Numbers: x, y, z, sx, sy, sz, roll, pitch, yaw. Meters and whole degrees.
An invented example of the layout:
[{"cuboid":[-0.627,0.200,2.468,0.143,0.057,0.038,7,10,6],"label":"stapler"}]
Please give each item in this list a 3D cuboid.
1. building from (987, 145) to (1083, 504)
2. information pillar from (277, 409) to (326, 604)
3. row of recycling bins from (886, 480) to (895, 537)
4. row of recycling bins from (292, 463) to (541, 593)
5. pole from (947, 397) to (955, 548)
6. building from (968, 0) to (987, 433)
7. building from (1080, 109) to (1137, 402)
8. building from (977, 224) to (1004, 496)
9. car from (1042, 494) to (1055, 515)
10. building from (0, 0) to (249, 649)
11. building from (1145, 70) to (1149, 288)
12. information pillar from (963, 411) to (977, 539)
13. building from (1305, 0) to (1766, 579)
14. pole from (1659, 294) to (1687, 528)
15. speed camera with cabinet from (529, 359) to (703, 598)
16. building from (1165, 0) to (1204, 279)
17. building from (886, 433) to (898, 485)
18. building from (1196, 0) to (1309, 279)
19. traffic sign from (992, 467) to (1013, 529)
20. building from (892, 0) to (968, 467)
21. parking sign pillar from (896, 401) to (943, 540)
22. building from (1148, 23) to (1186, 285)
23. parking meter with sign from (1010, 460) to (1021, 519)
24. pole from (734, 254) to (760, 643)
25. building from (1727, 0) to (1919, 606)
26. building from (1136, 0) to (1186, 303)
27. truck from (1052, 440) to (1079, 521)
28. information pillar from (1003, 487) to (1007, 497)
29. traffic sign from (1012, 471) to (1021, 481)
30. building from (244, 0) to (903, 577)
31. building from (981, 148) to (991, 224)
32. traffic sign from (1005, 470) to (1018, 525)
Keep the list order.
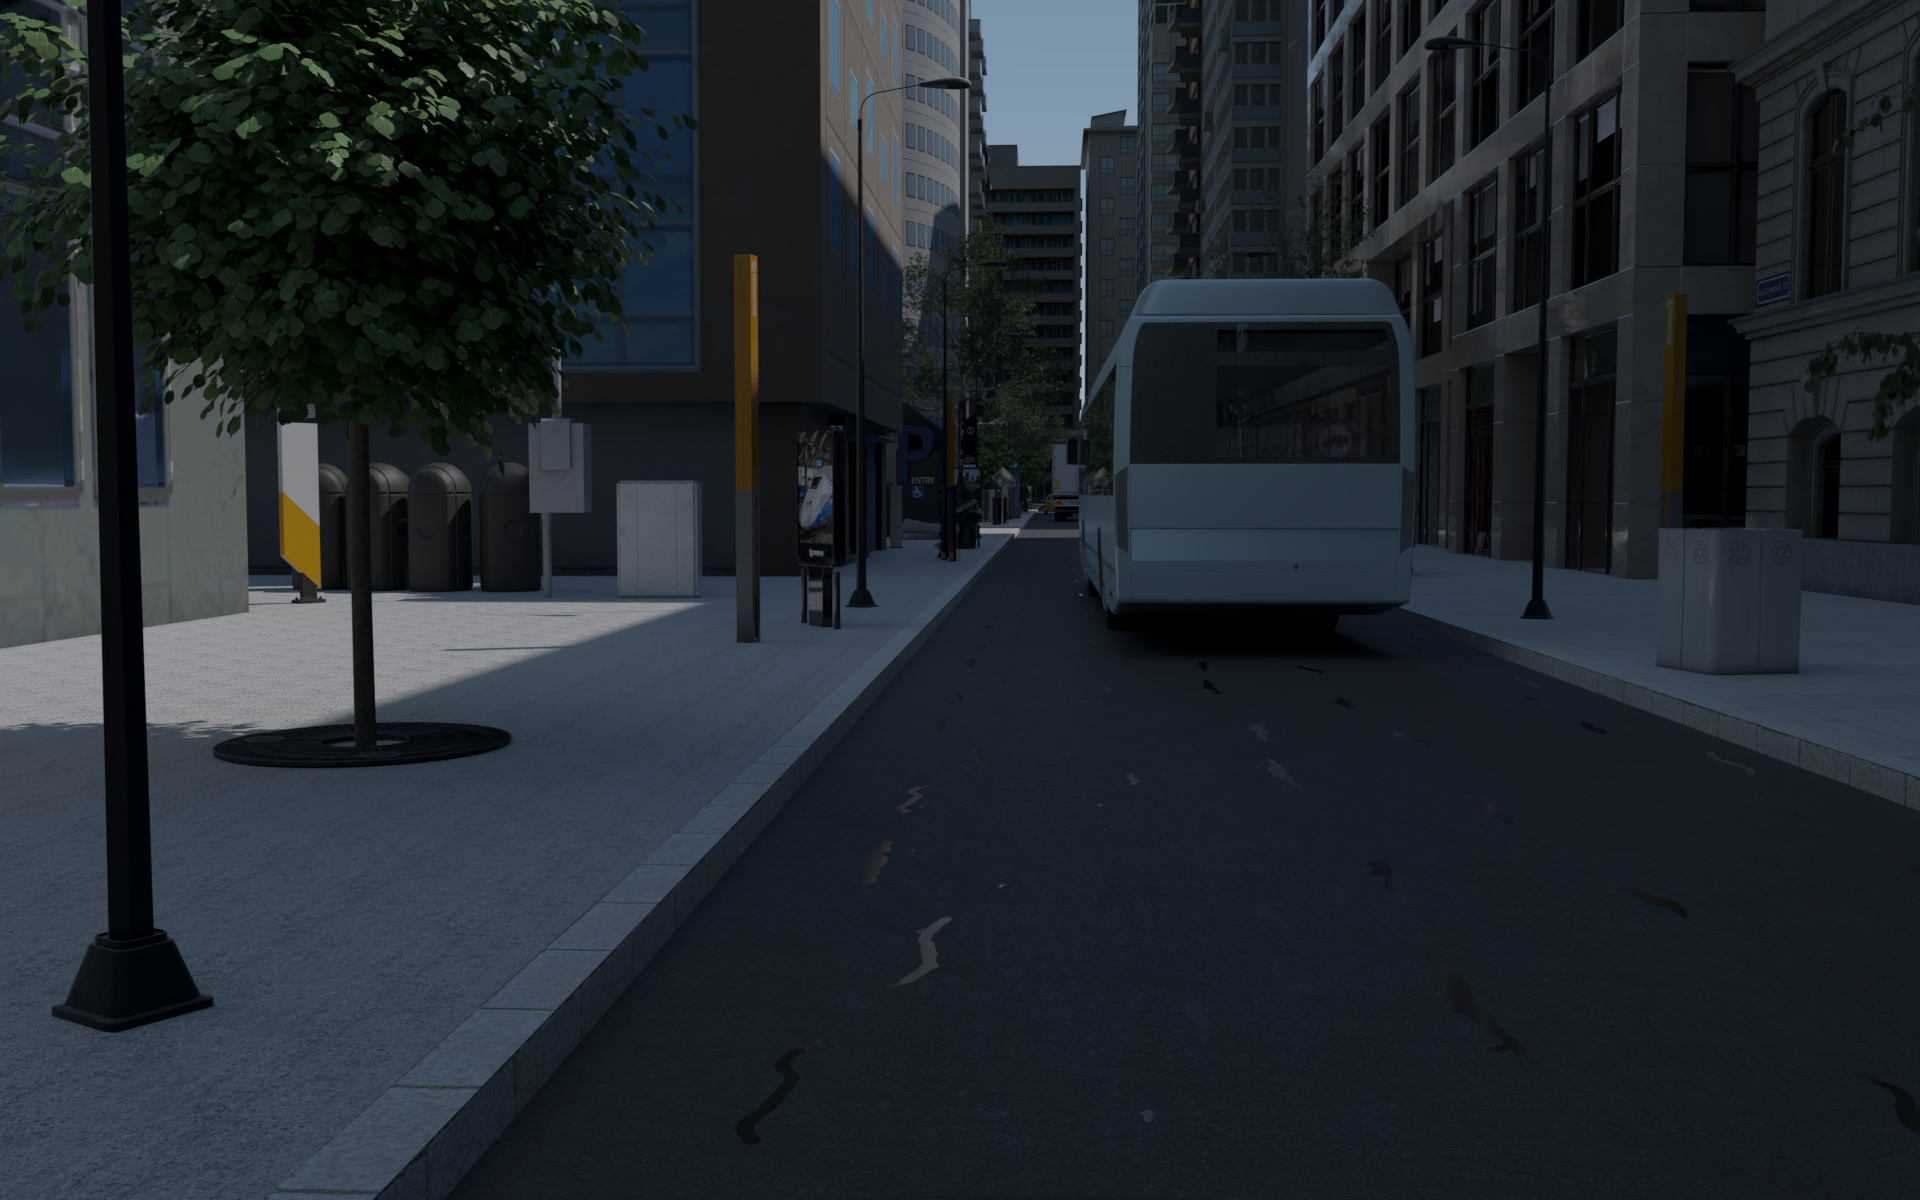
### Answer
[{"cuboid":[6.187,-37.878,243.005,21.600,48.544,21.300,0,4,3],"label":"building"},{"cuboid":[-7.713,-1.765,20.210,0.183,3.616,0.504,2,4,35],"label":"information pillar"},{"cuboid":[-3.507,-2.762,52.276,3.534,1.692,1.069,1,4,22],"label":"row of recycling bins"},{"cuboid":[-7.284,-0.979,23.113,3.534,1.692,1.069,1,4,10],"label":"row of recycling bins"},{"cuboid":[-0.214,-2.614,36.587,0.158,3.312,0.155,0,3,0],"label":"pole"},{"cuboid":[-8.870,-33.155,161.697,23.786,49.044,30.456,0,4,3],"label":"building"},{"cuboid":[30.899,-40.126,245.301,27.495,52.752,28.713,0,4,3],"label":"building"},{"cuboid":[-2.560,-25.240,184.378,14.160,30.474,14.107,0,4,3],"label":"building"},{"cuboid":[6.813,-6.884,122.769,2.015,1.641,3.980,0,4,2],"label":"car"},{"cuboid":[-17.683,-42.111,1.180,22.319,86.520,31.000,0,4,3],"label":"building"},{"cuboid":[25.371,-31.715,168.658,14.600,45.320,14.200,0,4,3],"label":"building"},{"cuboid":[0.222,-3.517,48.865,0.504,3.616,0.183,-1,4,-9],"label":"information pillar"},{"cuboid":[20.526,-14.506,41.683,19.350,26.468,34.151,0,4,3],"label":"building"},{"cuboid":[7.315,-1.464,17.786,0.158,3.312,0.155,0,3,0],"label":"pole"},{"cuboid":[-4.252,-1.658,21.452,2.038,3.252,0.660,0,4,-2],"label":"speed camera with cabinet"},{"cuboid":[26.235,-28.710,124.028,22.147,44.769,28.867,0,4,3],"label":"building"},{"cuboid":[-11.698,-39.422,82.798,20.563,71.187,20.611,0,4,3],"label":"building"},{"cuboid":[24.990,-24.313,89.398,23.993,40.220,32.217,0,4,3],"label":"building"},{"cuboid":[1.552,-3.643,63.213,0.795,2.450,0.064,0,4,3],"label":"traffic sign"},{"cuboid":[-10.601,-35.142,116.574,21.231,58.520,28.212,0,4,3],"label":"building"},{"cuboid":[-1.132,-3.702,48.999,1.447,3.967,1.447,1,4,19],"label":"parking sign pillar"},{"cuboid":[23.691,-28.793,154.352,14.154,41.232,14.086,0,4,3],"label":"building"},{"cuboid":[2.871,-5.732,89.972,0.543,3.016,1.738,1,4,8],"label":"parking meter with sign"},{"cuboid":[-1.831,-1.288,14.902,0.158,3.312,0.155,0,3,0],"label":"pole"},{"cuboid":[15.542,-11.504,7.182,14.460,24.649,34.723,0,4,3],"label":"building"},{"cuboid":[29.568,-46.971,206.233,20.563,71.187,20.611,0,4,3],"label":"building"},{"cuboid":[6.419,-6.479,94.838,2.839,4.237,11.283,0,4,4],"label":"truck"},{"cuboid":[2.454,-6.112,91.278,0.504,3.616,0.183,-2,4,-32],"label":"information pillar"},{"cuboid":[2.932,-5.773,94.501,0.768,2.556,0.104,1,4,13],"label":"traffic sign"},{"cuboid":[-8.607,-23.390,32.540,14.600,45.320,14.200,0,4,3],"label":"building"},{"cuboid":[-9.284,-33.864,208.306,28.867,44.769,22.147,0,4,3],"label":"building"},{"cuboid":[1.978,-4.131,71.187,0.795,2.450,0.064,0,4,3],"label":"traffic sign"}]
